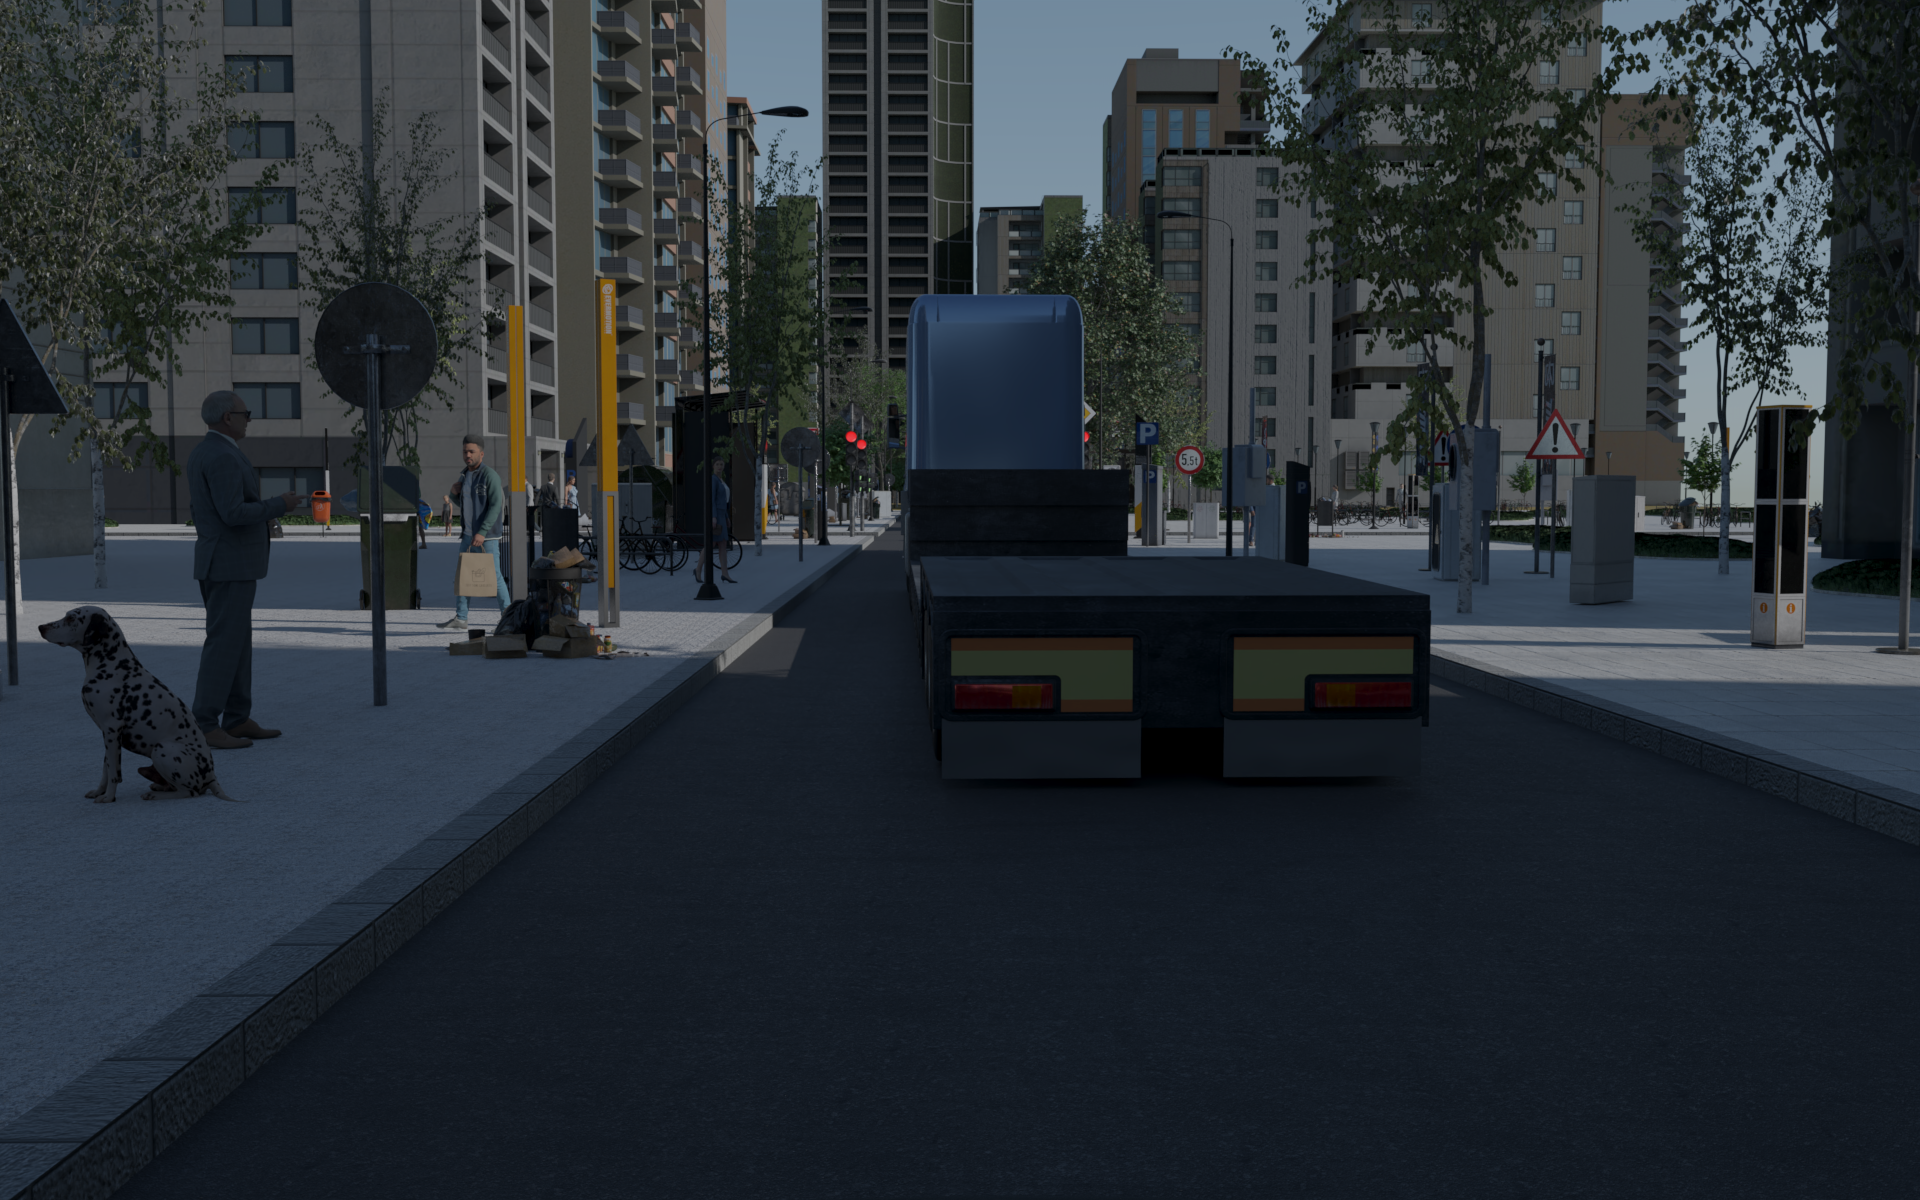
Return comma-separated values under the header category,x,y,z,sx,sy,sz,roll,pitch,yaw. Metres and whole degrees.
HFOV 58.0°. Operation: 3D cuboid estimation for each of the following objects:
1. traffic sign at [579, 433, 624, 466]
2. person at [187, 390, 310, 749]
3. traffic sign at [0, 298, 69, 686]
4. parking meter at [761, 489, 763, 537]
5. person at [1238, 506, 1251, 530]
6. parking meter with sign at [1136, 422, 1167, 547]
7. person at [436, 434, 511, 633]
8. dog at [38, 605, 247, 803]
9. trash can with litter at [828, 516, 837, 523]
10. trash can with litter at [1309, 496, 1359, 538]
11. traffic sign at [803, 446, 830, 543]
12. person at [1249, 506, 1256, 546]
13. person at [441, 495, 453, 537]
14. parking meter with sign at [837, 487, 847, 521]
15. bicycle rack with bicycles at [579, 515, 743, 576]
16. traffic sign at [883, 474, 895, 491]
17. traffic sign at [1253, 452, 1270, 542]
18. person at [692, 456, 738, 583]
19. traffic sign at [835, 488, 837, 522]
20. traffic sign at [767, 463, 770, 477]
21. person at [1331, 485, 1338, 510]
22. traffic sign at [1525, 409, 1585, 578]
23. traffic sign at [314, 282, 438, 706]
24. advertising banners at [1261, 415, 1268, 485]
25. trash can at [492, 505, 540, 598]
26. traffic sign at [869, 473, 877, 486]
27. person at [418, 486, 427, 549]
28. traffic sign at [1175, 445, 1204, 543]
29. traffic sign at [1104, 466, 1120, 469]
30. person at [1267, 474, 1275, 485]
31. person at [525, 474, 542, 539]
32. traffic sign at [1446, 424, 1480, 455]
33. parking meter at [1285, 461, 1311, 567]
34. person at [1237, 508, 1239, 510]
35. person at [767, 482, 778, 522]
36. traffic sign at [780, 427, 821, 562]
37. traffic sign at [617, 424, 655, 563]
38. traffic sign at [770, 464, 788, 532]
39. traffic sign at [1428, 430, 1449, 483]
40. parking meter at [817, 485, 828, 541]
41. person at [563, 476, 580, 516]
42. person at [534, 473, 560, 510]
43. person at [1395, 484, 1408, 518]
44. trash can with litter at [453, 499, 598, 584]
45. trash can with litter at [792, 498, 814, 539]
category,x,y,z,sx,sy,sz,roll,pitch,yaw
traffic sign,-6.857,-2.026,33.129,0.884,2.594,0.081,0,4,5
person,-3.653,-0.160,8.836,0.590,1.801,0.661,-2,4,-35
traffic sign,-6.355,-0.706,11.551,0.884,2.594,0.081,0,4,8
parking meter,-5.902,-2.754,50.738,0.255,1.863,0.399,3,5,44
person,7.842,-2.477,46.900,0.716,1.782,0.532,-3,5,-42
parking meter with sign,4.782,-2.851,42.872,0.543,3.016,1.738,1,4,16
person,-4.379,-0.596,15.778,0.713,1.824,0.794,-2,4,-33
dog,-3.336,0.435,7.260,0.800,0.831,0.513,1,4,14
trash can with litter,-6.008,-4.029,77.268,1.055,1.170,0.624,-1,4,-13
trash can with litter,10.553,-2.466,51.380,2.233,1.210,1.678,3,5,43
traffic sign,-3.763,-2.754,45.130,0.768,2.556,0.104,0,4,1
person,7.338,-2.240,42.846,0.721,1.800,0.419,-2,4,-35
person,-15.416,-2.527,52.029,0.362,1.253,0.373,2,4,28
parking meter with sign,-6.180,-5.259,82.243,1.738,3.016,0.543,2,4,30
bicycle rack with bicycles,-5.326,-0.917,28.378,2.925,0.926,2.852,1,4,13
traffic sign,-4.440,-6.595,107.939,0.768,2.556,0.104,1,4,9
traffic sign,7.899,-2.826,46.305,0.768,2.556,0.104,0,4,3
person,-3.530,-1.156,24.974,0.654,1.822,0.581,2,4,27
traffic sign,-5.648,-4.803,78.631,0.768,2.556,0.104,0,4,4
traffic sign,-7.395,-3.910,64.033,0.768,2.556,0.104,0,4,6
person,18.180,-4.718,83.928,0.760,1.731,0.466,-3,5,-43
traffic sign,9.068,-1.617,26.449,0.884,2.594,0.081,1,4,8
traffic sign,-3.520,-0.632,10.440,0.768,2.556,0.104,0,4,5
advertising banners,6.834,-2.557,37.991,0.090,3.025,2.074,0,4,-1
trash can,-5.620,-0.611,21.636,0.748,1.137,0.748,0,3,0
traffic sign,-4.410,-5.113,85.722,0.606,2.300,0.079,0,4,3
person,-12.681,-2.082,40.334,0.529,1.795,0.600,-2,4,-32
traffic sign,5.985,-2.758,45.203,0.768,2.556,0.104,0,4,6
traffic sign,5.455,-3.683,62.349,0.606,2.300,0.079,0,4,6
person,8.081,-2.395,45.385,0.466,1.800,0.511,0,4,4
person,-12.209,-2.645,49.136,0.795,1.843,0.661,-2,4,-28
traffic sign,9.226,-1.926,31.589,0.768,2.556,0.104,0,4,2
parking meter,5.980,-1.524,30.631,0.399,1.863,0.255,-1,4,-22
person,19.149,-6.892,118.087,0.648,1.900,0.474,3,5,43
person,-8.420,-4.387,77.859,0.778,1.811,0.616,-2,4,-29
traffic sign,-3.026,-2.003,32.861,0.768,2.556,0.104,0,4,3
traffic sign,-6.062,-1.954,31.951,0.884,2.594,0.081,0,4,8
traffic sign,-6.148,-3.464,58.763,0.606,2.300,0.079,0,4,2
traffic sign,9.163,-2.012,32.896,0.884,2.594,0.081,0,4,4
parking meter,-3.828,-2.401,47.665,0.372,1.533,0.369,0,3,0
person,-11.402,-2.717,50.568,0.778,1.811,0.616,2,4,25
person,-11.209,-2.537,47.300,0.659,1.850,0.755,1,4,15
person,22.502,-5.008,88.050,0.709,1.813,0.853,1,4,14
trash can with litter,-6.175,-0.859,25.095,2.233,1.210,1.678,0,4,-7
trash can with litter,-4.384,-2.344,49.710,0.624,1.170,1.055,1,4,19
